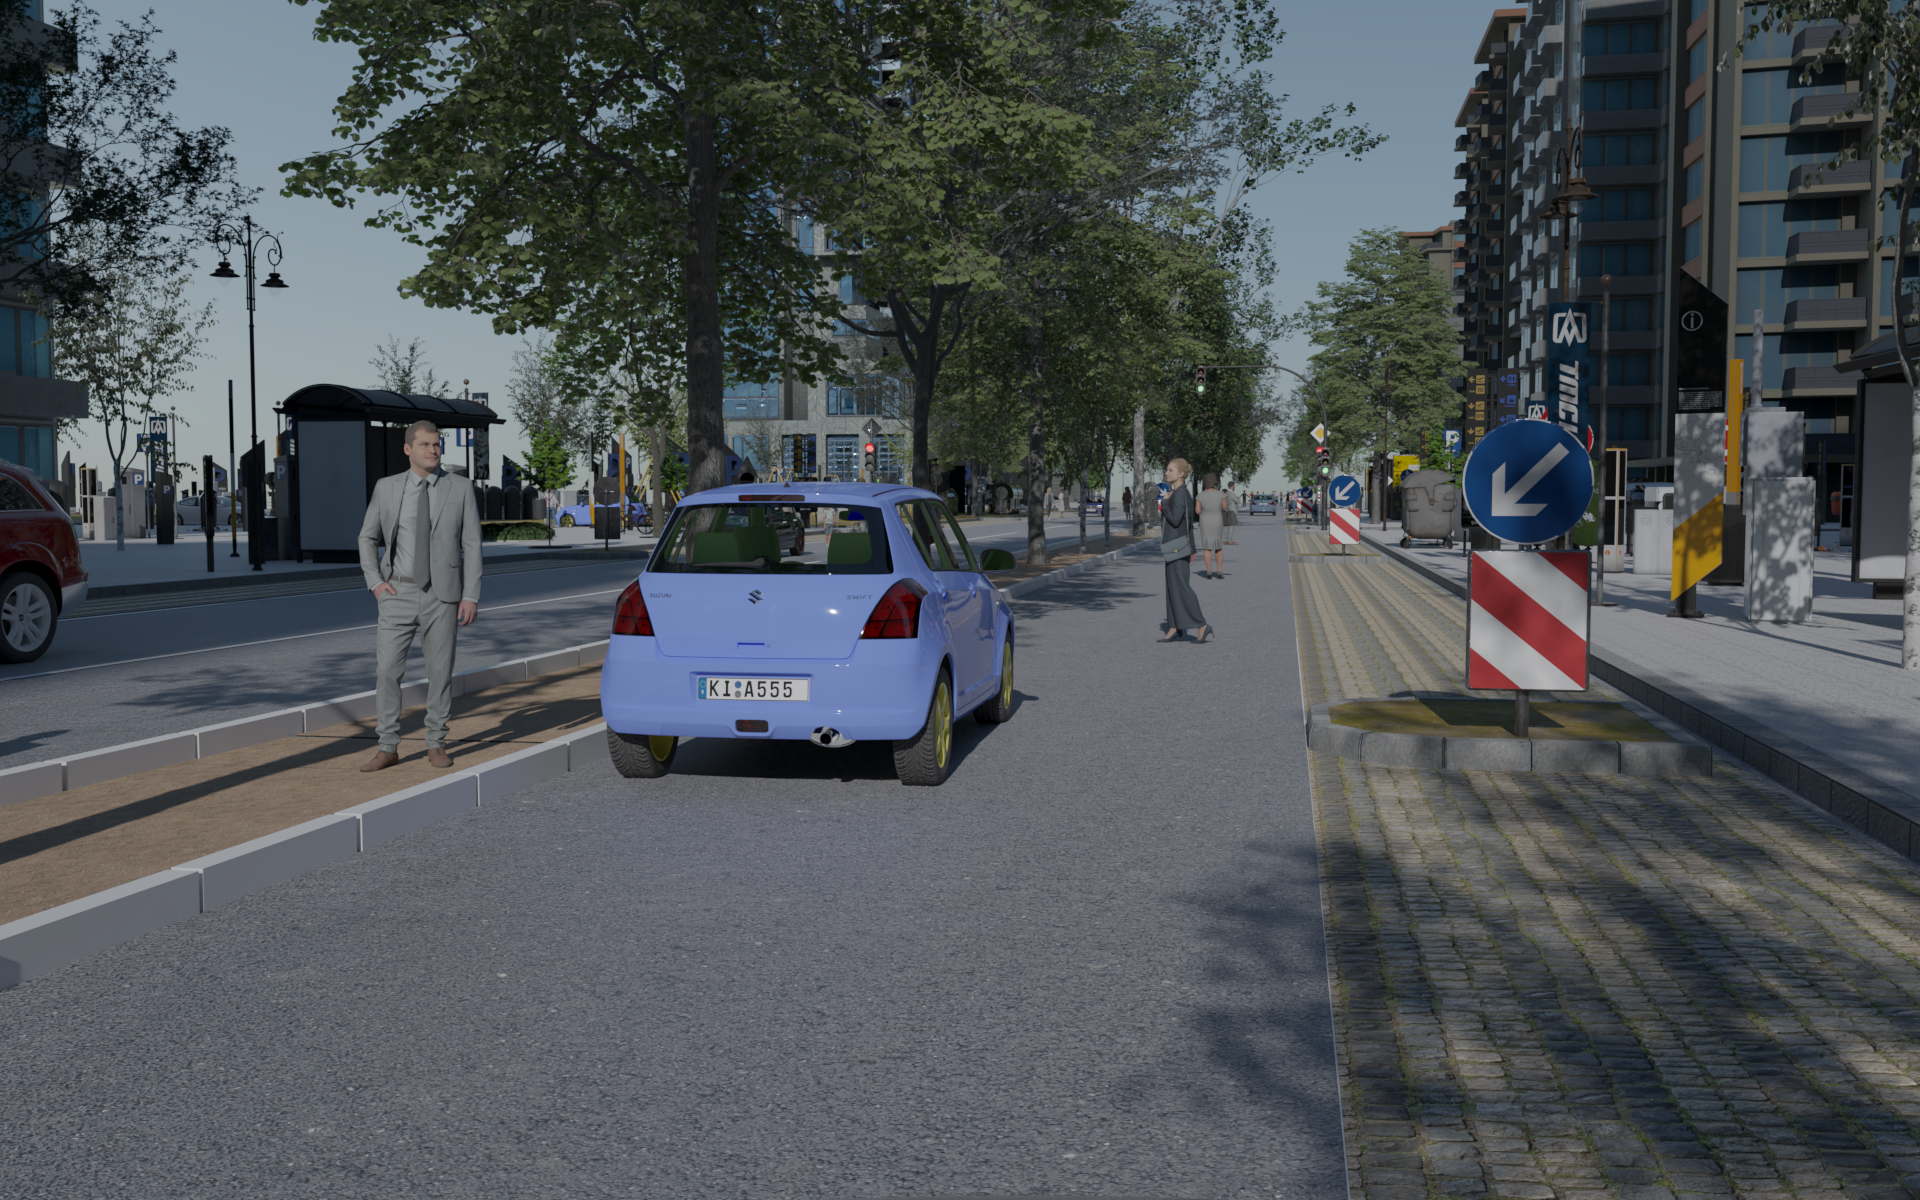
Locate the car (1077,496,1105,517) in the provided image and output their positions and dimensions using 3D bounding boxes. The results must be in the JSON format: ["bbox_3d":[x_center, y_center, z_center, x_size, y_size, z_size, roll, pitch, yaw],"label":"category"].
[{"bbox_3d":[8.452,-5.937,109.651,1.945,1.354,3.894,1,4,9],"label":"car"}]

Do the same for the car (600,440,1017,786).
[{"bbox_3d":[-0.688,-0.019,9.907,1.945,1.707,3.694,1,4,9],"label":"car"}]

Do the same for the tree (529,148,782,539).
[{"bbox_3d":[-8.830,-7.621,50.362,9.928,11.665,9.643,0,3,0],"label":"tree"}]

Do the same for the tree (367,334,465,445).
[{"bbox_3d":[-25.269,-7.932,80.049,4.737,8.622,4.395,0,3,0],"label":"tree"}]

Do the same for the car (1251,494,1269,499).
[{"bbox_3d":[28.679,-9.316,164.112,2.131,1.459,4.920,1,4,9],"label":"car"}]

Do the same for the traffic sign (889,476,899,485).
[{"bbox_3d":[-3.661,-5.731,95.830,0.606,2.300,0.079,1,4,11],"label":"traffic sign"}]

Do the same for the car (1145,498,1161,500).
[{"bbox_3d":[10.333,-5.161,93.178,1.959,1.807,4.718,1,4,11],"label":"car"}]

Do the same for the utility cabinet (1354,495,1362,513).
[{"bbox_3d":[26.195,-6.357,115.106,1.020,1.237,0.306,0,4,2],"label":"utility cabinet"}]

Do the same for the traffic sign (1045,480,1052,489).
[{"bbox_3d":[6.526,-7.751,128.853,0.606,2.300,0.079,1,4,12],"label":"traffic sign"}]

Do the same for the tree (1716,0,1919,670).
[{"bbox_3d":[7.217,-3.792,12.357,4.360,8.622,3.978,0,3,0],"label":"tree"}]

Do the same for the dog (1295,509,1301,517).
[{"bbox_3d":[20.744,-5.319,106.247,0.540,0.507,0.406,2,4,30],"label":"dog"}]

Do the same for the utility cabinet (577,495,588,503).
[{"bbox_3d":[-25.153,-6.377,115.426,1.020,1.237,0.306,-1,4,-14],"label":"utility cabinet"}]

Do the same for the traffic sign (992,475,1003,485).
[{"bbox_3d":[2.431,-6.884,112.666,0.768,2.556,0.104,1,4,14],"label":"traffic sign"}]

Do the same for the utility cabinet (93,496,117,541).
[{"bbox_3d":[-23.747,-2.263,48.159,0.306,1.237,1.020,0,4,-8],"label":"utility cabinet"}]

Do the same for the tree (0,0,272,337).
[{"bbox_3d":[-13.504,-5.390,22.541,8.767,10.594,7.601,-2,4,-33],"label":"tree"}]

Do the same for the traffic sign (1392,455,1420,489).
[{"bbox_3d":[23.469,-5.838,89.327,2.265,3.308,0.079,1,4,14],"label":"traffic sign"}]

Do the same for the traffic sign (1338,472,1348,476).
[{"bbox_3d":[21.790,-6.010,98.375,0.768,2.556,0.104,1,4,12],"label":"traffic sign"}]

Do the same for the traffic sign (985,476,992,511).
[{"bbox_3d":[1.918,-7.466,122.073,0.884,2.594,0.081,1,4,15],"label":"traffic sign"}]

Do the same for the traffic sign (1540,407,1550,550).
[{"bbox_3d":[8.404,-1.512,24.718,0.884,2.594,0.081,1,4,12],"label":"traffic sign"}]

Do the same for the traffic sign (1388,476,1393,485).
[{"bbox_3d":[23.827,-5.858,96.960,0.795,2.450,0.064,1,4,15],"label":"traffic sign"}]

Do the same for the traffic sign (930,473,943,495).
[{"bbox_3d":[-1.456,-6.524,106.780,0.768,2.556,0.104,1,4,12],"label":"traffic sign"}]

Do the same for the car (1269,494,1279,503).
[{"bbox_3d":[47.920,-15.539,265.867,2.131,1.459,4.920,1,4,9],"label":"car"}]

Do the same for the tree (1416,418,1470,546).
[{"bbox_3d":[11.891,-2.977,43.269,1.663,3.219,1.824,0,3,0],"label":"tree"}]

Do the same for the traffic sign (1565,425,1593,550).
[{"bbox_3d":[9.889,-1.720,28.220,0.768,2.556,0.104,1,4,13],"label":"traffic sign"}]

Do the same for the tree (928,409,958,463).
[{"bbox_3d":[-1.494,-11.740,142.318,4.360,8.622,3.978,0,3,0],"label":"tree"}]

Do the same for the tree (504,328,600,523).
[{"bbox_3d":[-18.392,-7.783,77.620,4.360,8.622,3.978,0,3,0],"label":"tree"}]

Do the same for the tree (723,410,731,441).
[{"bbox_3d":[-15.486,-9.090,98.984,4.737,8.622,4.395,0,3,0],"label":"tree"}]

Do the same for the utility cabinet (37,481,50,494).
[{"bbox_3d":[-14.848,-1.154,27.544,1.173,1.500,0.318,3,5,40],"label":"utility cabinet"}]

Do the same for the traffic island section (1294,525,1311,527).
[{"bbox_3d":[14.298,-2.846,68.813,2.009,0.180,2.903,1,4,11],"label":"traffic island section"}]

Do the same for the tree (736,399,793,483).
[{"bbox_3d":[-15.274,-11.304,135.176,4.360,8.622,3.978,0,3,0],"label":"tree"}]

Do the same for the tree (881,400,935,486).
[{"bbox_3d":[-3.609,-11.071,131.372,4.737,8.622,4.395,0,3,0],"label":"tree"}]

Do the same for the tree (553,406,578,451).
[{"bbox_3d":[-20.799,-9.095,99.061,4.737,8.622,4.395,0,3,0],"label":"tree"}]

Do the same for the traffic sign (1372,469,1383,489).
[{"bbox_3d":[21.393,-5.395,88.315,0.768,2.556,0.104,1,4,17],"label":"traffic sign"}]

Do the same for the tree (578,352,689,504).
[{"bbox_3d":[-15.984,-8.413,87.912,4.737,8.622,4.395,0,3,0],"label":"tree"}]

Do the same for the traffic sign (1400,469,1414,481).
[{"bbox_3d":[22.769,-5.382,88.094,0.768,2.556,0.104,1,4,18],"label":"traffic sign"}]

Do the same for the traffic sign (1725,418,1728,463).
[{"bbox_3d":[12.621,-1.759,28.861,0.768,2.556,0.104,1,4,17],"label":"traffic sign"}]

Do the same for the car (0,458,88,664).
[{"bbox_3d":[-9.177,-0.288,13.388,2.281,1.827,5.304,1,4,11],"label":"car"}]

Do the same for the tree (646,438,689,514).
[{"bbox_3d":[-9.904,-3.912,58.562,1.663,3.219,1.824,0,3,0],"label":"tree"}]

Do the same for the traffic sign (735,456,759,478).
[{"bbox_3d":[-7.221,-3.592,58.728,0.884,2.594,0.081,1,4,15],"label":"traffic sign"}]

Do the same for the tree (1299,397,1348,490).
[{"bbox_3d":[26.803,-10.749,126.103,4.360,8.622,3.978,0,3,0],"label":"tree"}]

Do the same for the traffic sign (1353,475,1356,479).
[{"bbox_3d":[27.083,-7.294,119.254,0.884,2.594,0.081,1,4,16],"label":"traffic sign"}]

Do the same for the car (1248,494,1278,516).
[{"bbox_3d":[20.198,-6.325,115.421,2.014,1.417,4.499,1,4,10],"label":"car"}]

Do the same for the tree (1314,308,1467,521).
[{"bbox_3d":[20.489,-9.057,82.496,7.601,10.594,8.767,0,3,0],"label":"tree"}]

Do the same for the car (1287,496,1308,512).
[{"bbox_3d":[27.552,-7.842,140.792,1.945,1.354,3.894,1,4,11],"label":"car"}]

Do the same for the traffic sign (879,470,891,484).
[{"bbox_3d":[-4.205,-5.789,94.661,0.884,2.594,0.081,1,4,15],"label":"traffic sign"}]

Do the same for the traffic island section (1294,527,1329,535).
[{"bbox_3d":[12.835,-2.366,60.963,2.009,0.180,2.903,1,4,11],"label":"traffic island section"}]

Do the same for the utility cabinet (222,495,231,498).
[{"bbox_3d":[-41.098,-5.304,97.882,0.306,1.237,1.020,3,5,43],"label":"utility cabinet"}]

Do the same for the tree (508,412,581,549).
[{"bbox_3d":[-9.841,-2.832,40.901,1.663,3.219,1.824,0,3,0],"label":"tree"}]

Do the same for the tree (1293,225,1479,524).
[{"bbox_3d":[18.163,-9.509,73.594,7.486,12.596,7.792,0,3,0],"label":"tree"}]

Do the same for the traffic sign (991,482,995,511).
[{"bbox_3d":[2.514,-7.559,124.771,0.795,2.450,0.064,1,4,17],"label":"traffic sign"}]

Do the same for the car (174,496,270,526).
[{"bbox_3d":[-31.465,-3.728,73.314,4.827,1.381,2.083,1,4,10],"label":"car"}]

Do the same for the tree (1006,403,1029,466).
[{"bbox_3d":[8.429,-13.539,138.362,9.611,12.733,9.660,0,3,0],"label":"tree"}]

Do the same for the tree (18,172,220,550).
[{"bbox_3d":[-19.054,-5.431,39.161,4.360,8.622,3.978,0,3,0],"label":"tree"}]
